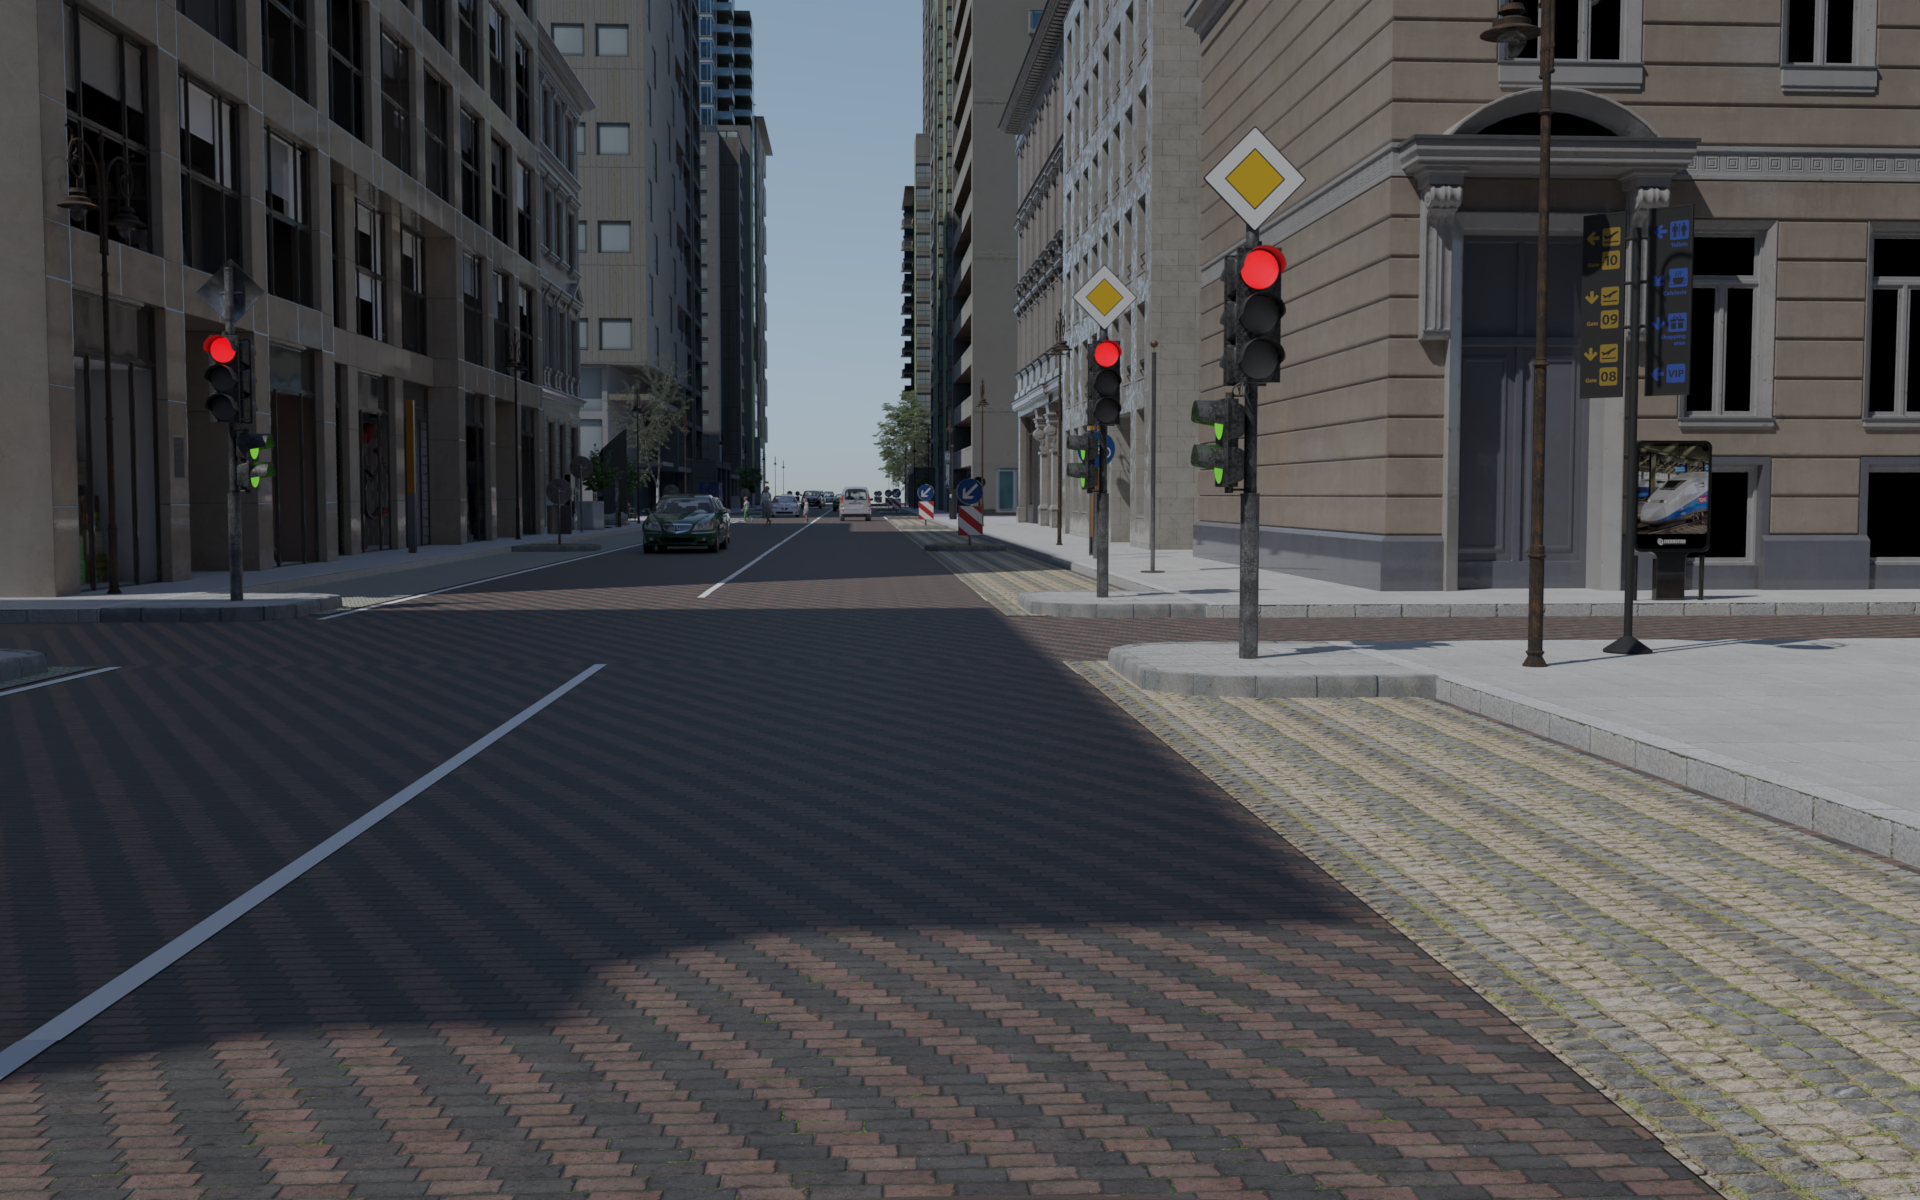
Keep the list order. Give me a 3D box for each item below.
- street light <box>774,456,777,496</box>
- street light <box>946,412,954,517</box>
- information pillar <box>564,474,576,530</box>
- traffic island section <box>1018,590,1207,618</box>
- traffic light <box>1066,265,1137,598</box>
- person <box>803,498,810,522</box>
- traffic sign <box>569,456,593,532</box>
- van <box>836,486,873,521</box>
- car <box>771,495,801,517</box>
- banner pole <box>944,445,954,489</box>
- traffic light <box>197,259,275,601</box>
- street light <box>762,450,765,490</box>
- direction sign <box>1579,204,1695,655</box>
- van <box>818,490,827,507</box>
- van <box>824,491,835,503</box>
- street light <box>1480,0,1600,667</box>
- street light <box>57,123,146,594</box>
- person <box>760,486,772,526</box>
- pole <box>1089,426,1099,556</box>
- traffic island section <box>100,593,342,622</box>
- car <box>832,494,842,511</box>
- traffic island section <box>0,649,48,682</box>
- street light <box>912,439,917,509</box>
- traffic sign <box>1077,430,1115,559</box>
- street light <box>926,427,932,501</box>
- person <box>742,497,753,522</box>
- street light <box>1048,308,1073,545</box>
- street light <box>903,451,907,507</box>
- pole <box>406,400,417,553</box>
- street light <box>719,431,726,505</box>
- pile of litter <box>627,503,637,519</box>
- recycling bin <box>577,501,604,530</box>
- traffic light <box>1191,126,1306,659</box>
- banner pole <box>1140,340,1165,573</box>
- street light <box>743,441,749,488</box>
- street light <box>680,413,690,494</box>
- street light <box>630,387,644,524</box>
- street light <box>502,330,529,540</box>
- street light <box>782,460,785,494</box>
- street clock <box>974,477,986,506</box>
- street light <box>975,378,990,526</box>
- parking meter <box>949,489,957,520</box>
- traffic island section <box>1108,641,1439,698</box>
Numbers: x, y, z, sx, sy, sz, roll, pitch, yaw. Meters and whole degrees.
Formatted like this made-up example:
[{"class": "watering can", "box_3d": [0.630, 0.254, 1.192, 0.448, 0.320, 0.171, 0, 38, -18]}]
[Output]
[{"class": "street light", "box_3d": [-22.074, -14.326, 207.024, 0.468, 5.910, 1.993, 0, 4, -3]}, {"class": "street light", "box_3d": [-0.546, -7.483, 95.132, 0.468, 5.910, 1.993, 0, 4, -3]}, {"class": "information pillar", "box_3d": [-14.031, -3.532, 62.247, 0.304, 2.012, 0.304, 1, 4, 16]}, {"class": "traffic island section", "box_3d": [1.791, 0.048, 21.503, 2.009, 0.180, 2.903, 0, 4, -3]}, {"class": "traffic light", "box_3d": [1.750, -1.986, 21.387, 0.839, 4.253, 0.868, 0, 4, -3]}, {"class": "person", "box_3d": [-7.710, -4.522, 87.442, 0.382, 1.210, 0.505, -1, 4, -22]}, {"class": "traffic sign", "box_3d": [-12.663, -3.534, 57.890, 0.768, 2.556, 0.104, 0, 4, -3]}, {"class": "van", "box_3d": [-5.615, -5.237, 92.641, 2.013, 2.044, 4.112, 0, 4, -5]}, {"class": "car", "box_3d": [-10.922, -5.839, 107.823, 2.083, 1.381, 4.827, 0, 4, -5]}, {"class": "banner pole", "box_3d": [-0.534, -6.012, 88.305, 0.401, 3.779, 0.863, 3, 5, 39]}, {"class": "traffic light", "box_3d": [-8.691, -1.946, 20.739, 0.839, 4.253, 0.868, 0, 4, -3]}, {"class": "street light", "box_3d": [-20.486, -12.723, 180.804, 0.468, 5.910, 1.993, 0, 4, -3]}, {"class": "direction sign", "box_3d": [5.399, -1.340, 13.901, 0.876, 3.537, 0.379, 3, 5, 43]}, {"class": "van", "box_3d": [-15.792, -11.339, 192.407, 2.013, 2.044, 4.112, 0, 4, -4]}, {"class": "van", "box_3d": [-17.472, -13.678, 230.651, 2.013, 2.044, 4.112, 0, 4, -4]}, {"class": "street light", "box_3d": [4.281, -2.442, 12.718, 0.468, 5.910, 1.993, 0, 4, -3]}, {"class": "street light", "box_3d": [-10.883, -3.017, 22.111, 0.468, 5.910, 1.993, 0, 4, -3]}, {"class": "person", "box_3d": [-8.651, -4.224, 77.794, 0.478, 1.798, 0.641, 2, 4, 32]}, {"class": "pole", "box_3d": [2.802, -2.584, 36.093, 0.158, 3.312, 0.155, 0, 3, 0]}, {"class": "traffic island section", "box_3d": [-8.731, 0.086, 20.871, 2.009, 0.180, 2.903, 0, 4, -3]}, {"class": "car", "box_3d": [-9.701, -8.310, 144.670, 1.959, 1.807, 4.718, 0, 4, -2]}, {"class": "traffic island section", "box_3d": [-8.247, 0.574, 12.900, 2.009, 0.180, 2.903, 0, 4, -3]}, {"class": "street light", "box_3d": [-3.839, -10.597, 146.052, 0.468, 5.910, 1.993, 0, 4, -3]}, {"class": "traffic sign", "box_3d": [2.680, -2.090, 34.274, 0.768, 2.556, 0.104, 0, 4, -2]}, {"class": "street light", "box_3d": [-2.179, -8.996, 119.865, 0.468, 5.910, 1.993, 0, 4, -3]}, {"class": "person", "box_3d": [-10.744, -4.575, 87.548, 0.590, 1.304, 0.306, 1, 4, 14]}, {"class": "street light", "box_3d": [2.495, -4.312, 43.285, 0.468, 5.910, 1.993, 0, 4, -3]}, {"class": "street light", "box_3d": [-5.465, -12.218, 172.546, 0.468, 5.910, 1.993, 0, 4, -3]}, {"class": "pole", "box_3d": [-11.905, -2.676, 37.591, 0.158, 3.312, 0.155, 0, 3, 0]}, {"class": "street light", "box_3d": [-16.963, -9.222, 123.561, 0.468, 5.910, 1.993, 0, 4, -3]}, {"class": "pile of litter", "box_3d": [-17.453, -4.637, 89.774, 1.719, 0.858, 1.176, -2, 4, -25]}, {"class": "recycling bin", "box_3d": [-13.280, -3.039, 62.237, 0.722, 1.027, 0.722, 1, 4, 21]}, {"class": "traffic light", "box_3d": [2.235, -1.498, 13.416, 0.839, 4.253, 0.868, 0, 4, -3]}, {"class": "banner pole", "box_3d": [3.165, -2.351, 28.451, 0.401, 3.779, 0.863, 0, 4, 3]}, {"class": "street light", "box_3d": [-18.558, -10.844, 150.085, 0.468, 5.910, 1.993, 0, 4, -3]}, {"class": "street light", "box_3d": [-15.473, -7.638, 97.667, 0.468, 5.910, 1.993, 0, 4, -3]}, {"class": "street light", "box_3d": [-13.940, -6.250, 74.976, 0.468, 5.910, 1.993, 0, 4, -3]}, {"class": "street light", "box_3d": [-12.494, -4.648, 48.790, 0.468, 5.910, 1.993, 0, 4, -3]}, {"class": "street light", "box_3d": [-23.735, -15.909, 232.907, 0.468, 5.910, 1.993, 0, 4, -3]}, {"class": "street clock", "box_3d": [0.800, -4.098, 71.566, 0.471, 2.002, 0.358, 2, 4, 26]}, {"class": "street light", "box_3d": [0.893, -5.895, 69.171, 0.468, 5.910, 1.993, 0, 4, -3]}, {"class": "parking meter", "box_3d": [-0.339, -4.828, 87.352, 0.372, 1.533, 0.369, 0, 3, 0]}, {"class": "traffic island section", "box_3d": [2.275, 0.535, 13.533, 2.009, 0.180, 2.903, 0, 4, -3]}]
